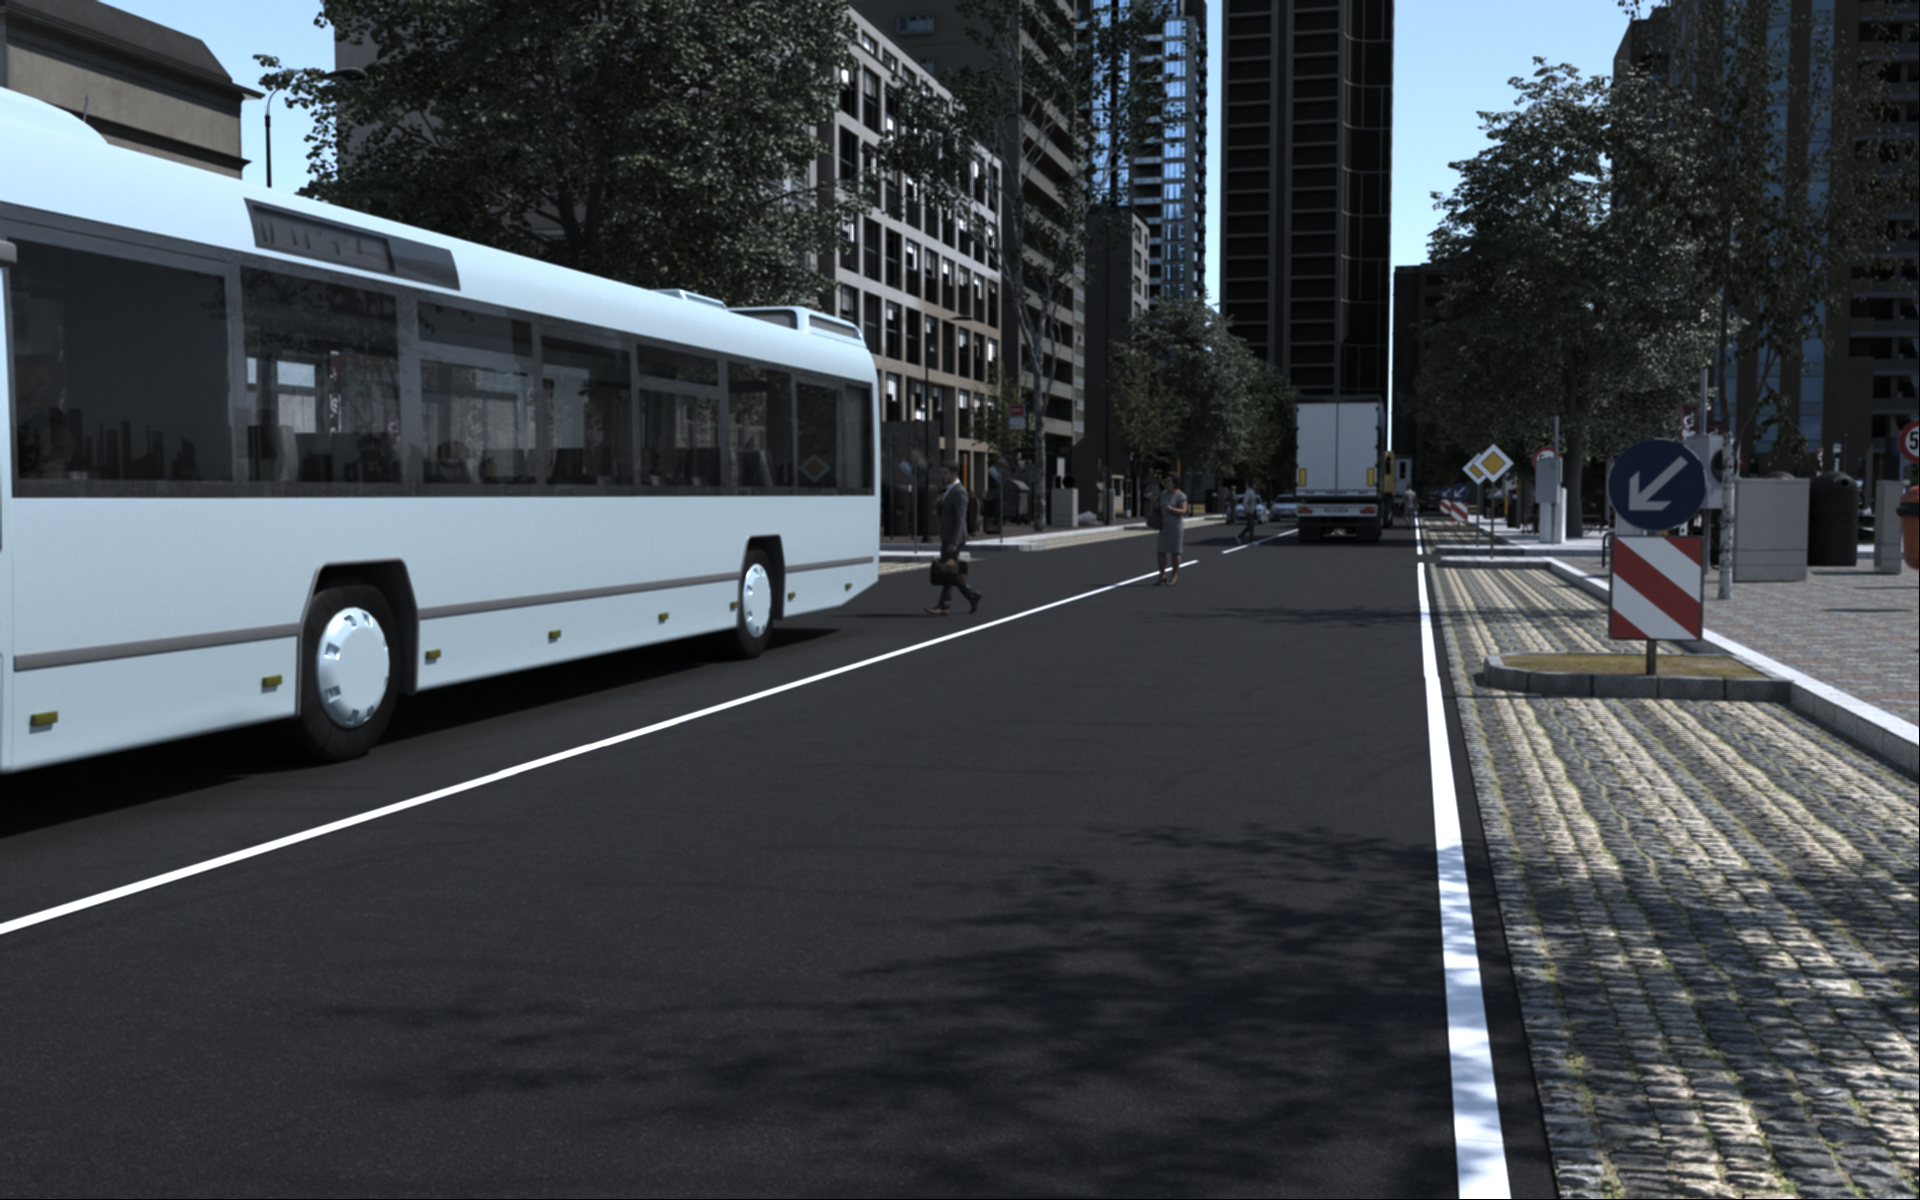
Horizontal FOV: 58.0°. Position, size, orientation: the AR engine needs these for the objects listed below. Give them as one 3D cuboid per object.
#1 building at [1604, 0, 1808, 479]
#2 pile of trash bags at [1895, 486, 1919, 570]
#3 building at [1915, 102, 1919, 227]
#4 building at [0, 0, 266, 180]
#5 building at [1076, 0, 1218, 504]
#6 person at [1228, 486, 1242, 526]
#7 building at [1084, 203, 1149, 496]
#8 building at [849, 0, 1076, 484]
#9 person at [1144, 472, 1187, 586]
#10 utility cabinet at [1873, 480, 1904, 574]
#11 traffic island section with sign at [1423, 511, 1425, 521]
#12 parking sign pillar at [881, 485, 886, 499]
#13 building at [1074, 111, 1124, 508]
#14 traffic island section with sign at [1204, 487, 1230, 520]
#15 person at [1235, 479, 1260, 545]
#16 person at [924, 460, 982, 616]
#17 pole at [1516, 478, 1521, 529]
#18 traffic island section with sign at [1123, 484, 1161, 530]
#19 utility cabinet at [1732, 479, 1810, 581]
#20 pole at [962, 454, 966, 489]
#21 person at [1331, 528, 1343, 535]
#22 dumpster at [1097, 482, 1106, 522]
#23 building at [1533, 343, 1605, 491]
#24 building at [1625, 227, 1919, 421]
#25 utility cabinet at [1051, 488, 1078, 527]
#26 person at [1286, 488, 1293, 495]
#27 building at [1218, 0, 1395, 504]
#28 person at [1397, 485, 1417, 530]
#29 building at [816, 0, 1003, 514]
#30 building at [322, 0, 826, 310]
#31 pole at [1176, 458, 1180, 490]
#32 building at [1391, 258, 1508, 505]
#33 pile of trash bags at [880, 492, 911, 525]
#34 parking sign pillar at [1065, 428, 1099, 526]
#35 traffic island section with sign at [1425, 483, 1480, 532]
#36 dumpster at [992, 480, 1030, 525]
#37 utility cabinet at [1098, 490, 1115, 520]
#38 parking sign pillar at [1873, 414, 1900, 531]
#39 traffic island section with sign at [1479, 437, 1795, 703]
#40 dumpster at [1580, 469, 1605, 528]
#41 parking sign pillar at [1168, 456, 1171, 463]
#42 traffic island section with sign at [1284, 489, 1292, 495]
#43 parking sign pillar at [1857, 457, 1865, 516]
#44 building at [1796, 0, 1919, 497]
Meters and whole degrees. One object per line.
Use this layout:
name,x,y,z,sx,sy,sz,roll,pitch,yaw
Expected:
building,68.067,-31.196,160.159,14.600,45.320,14.200,1,4,15
pile of trash bags,12.097,-0.574,19.135,3.447,1.369,1.912,0,4,-1
building,86.411,-43.649,151.909,20.611,71.187,20.563,1,4,15
building,-50.360,-15.144,80.890,30.059,22.955,16.112,1,4,15
building,19.237,-55.931,227.138,31.000,86.520,22.319,1,4,15
person,12.438,-4.264,78.397,0.590,1.801,0.661,0,4,-2
building,11.743,-24.756,176.458,14.107,30.474,14.160,1,4,15
building,-3.500,-31.242,134.507,21.300,48.544,21.600,1,4,15
person,3.175,-1.115,27.087,0.716,1.782,0.532,3,5,44
utility cabinet,15.025,-1.182,28.007,0.318,1.500,1.173,1,4,23
traffic island section with sign,25.672,-5.095,91.931,1.989,1.847,2.006,1,4,15
parking sign pillar,-3.051,-5.391,76.608,1.447,3.967,1.447,2,4,35
building,-1.789,-28.526,158.283,32.217,40.220,23.993,1,4,15
traffic island section with sign,14.454,-5.270,94.791,1.989,1.847,2.006,1,4,15
person,8.051,-2.456,48.509,0.795,1.843,0.661,2,4,29
person,-0.050,-0.732,20.436,0.822,1.834,0.622,-2,4,-25
pole,20.576,-4.275,63.734,0.158,3.312,0.155,0,3,0
traffic island section with sign,7.620,-3.675,68.713,1.989,1.847,2.006,1,4,15
utility cabinet,11.757,-1.015,25.279,1.173,1.500,0.318,-1,4,-12
pole,0.222,-5.717,87.317,0.158,3.312,0.155,0,3,0
person,13.304,-3.239,61.437,0.573,1.828,0.580,2,4,35
dumpster,5.943,-4.505,79.415,1.264,1.857,1.865,1,4,14
building,83.316,-22.722,216.543,28.899,21.520,27.650,1,4,15
building,69.317,-17.938,138.327,27.650,21.520,28.899,1,4,15
utility cabinet,4.017,-3.530,66.387,0.318,1.500,1.173,-3,5,-41
person,21.658,-6.479,114.214,0.659,1.850,0.755,0,4,-6
building,44.493,-47.911,221.604,20.611,71.187,20.563,1,4,15
person,17.978,-3.725,69.519,0.709,1.813,0.853,-1,4,-21
building,-10.871,-18.097,100.395,19.350,26.468,34.151,1,4,15
building,-15.052,-17.574,73.235,13.634,28.700,20.117,1,4,15
pole,12.405,-6.410,98.649,0.158,3.312,0.155,0,3,0
building,60.789,-27.126,215.213,14.107,30.474,14.160,1,4,15
pile of trash bags,-3.180,-3.777,71.514,3.447,1.369,1.912,2,4,26
parking sign pillar,4.909,-4.997,70.174,1.447,3.967,1.447,-2,4,-33
traffic island section with sign,18.819,-3.494,65.755,1.989,1.847,2.006,1,4,15
dumpster,2.090,-4.018,71.450,1.264,1.857,1.865,1,4,15
utility cabinet,6.949,-4.636,84.477,1.173,1.500,0.318,1,4,16
parking sign pillar,31.995,-4.317,59.057,1.447,3.967,1.447,-3,5,-42
traffic island section with sign,4.987,-0.265,12.967,1.989,1.847,2.006,1,4,15
dumpster,24.245,-3.949,67.066,1.502,2.255,1.985,1,4,15
parking sign pillar,13.491,-7.643,113.440,1.447,3.967,1.447,1,4,19
traffic island section with sign,27.221,-8.249,143.495,1.989,1.847,2.006,1,4,15
parking sign pillar,47.985,-6.324,91.866,1.447,3.967,1.447,3,5,42
building,56.712,-28.657,118.659,14.600,45.320,14.200,1,4,15
